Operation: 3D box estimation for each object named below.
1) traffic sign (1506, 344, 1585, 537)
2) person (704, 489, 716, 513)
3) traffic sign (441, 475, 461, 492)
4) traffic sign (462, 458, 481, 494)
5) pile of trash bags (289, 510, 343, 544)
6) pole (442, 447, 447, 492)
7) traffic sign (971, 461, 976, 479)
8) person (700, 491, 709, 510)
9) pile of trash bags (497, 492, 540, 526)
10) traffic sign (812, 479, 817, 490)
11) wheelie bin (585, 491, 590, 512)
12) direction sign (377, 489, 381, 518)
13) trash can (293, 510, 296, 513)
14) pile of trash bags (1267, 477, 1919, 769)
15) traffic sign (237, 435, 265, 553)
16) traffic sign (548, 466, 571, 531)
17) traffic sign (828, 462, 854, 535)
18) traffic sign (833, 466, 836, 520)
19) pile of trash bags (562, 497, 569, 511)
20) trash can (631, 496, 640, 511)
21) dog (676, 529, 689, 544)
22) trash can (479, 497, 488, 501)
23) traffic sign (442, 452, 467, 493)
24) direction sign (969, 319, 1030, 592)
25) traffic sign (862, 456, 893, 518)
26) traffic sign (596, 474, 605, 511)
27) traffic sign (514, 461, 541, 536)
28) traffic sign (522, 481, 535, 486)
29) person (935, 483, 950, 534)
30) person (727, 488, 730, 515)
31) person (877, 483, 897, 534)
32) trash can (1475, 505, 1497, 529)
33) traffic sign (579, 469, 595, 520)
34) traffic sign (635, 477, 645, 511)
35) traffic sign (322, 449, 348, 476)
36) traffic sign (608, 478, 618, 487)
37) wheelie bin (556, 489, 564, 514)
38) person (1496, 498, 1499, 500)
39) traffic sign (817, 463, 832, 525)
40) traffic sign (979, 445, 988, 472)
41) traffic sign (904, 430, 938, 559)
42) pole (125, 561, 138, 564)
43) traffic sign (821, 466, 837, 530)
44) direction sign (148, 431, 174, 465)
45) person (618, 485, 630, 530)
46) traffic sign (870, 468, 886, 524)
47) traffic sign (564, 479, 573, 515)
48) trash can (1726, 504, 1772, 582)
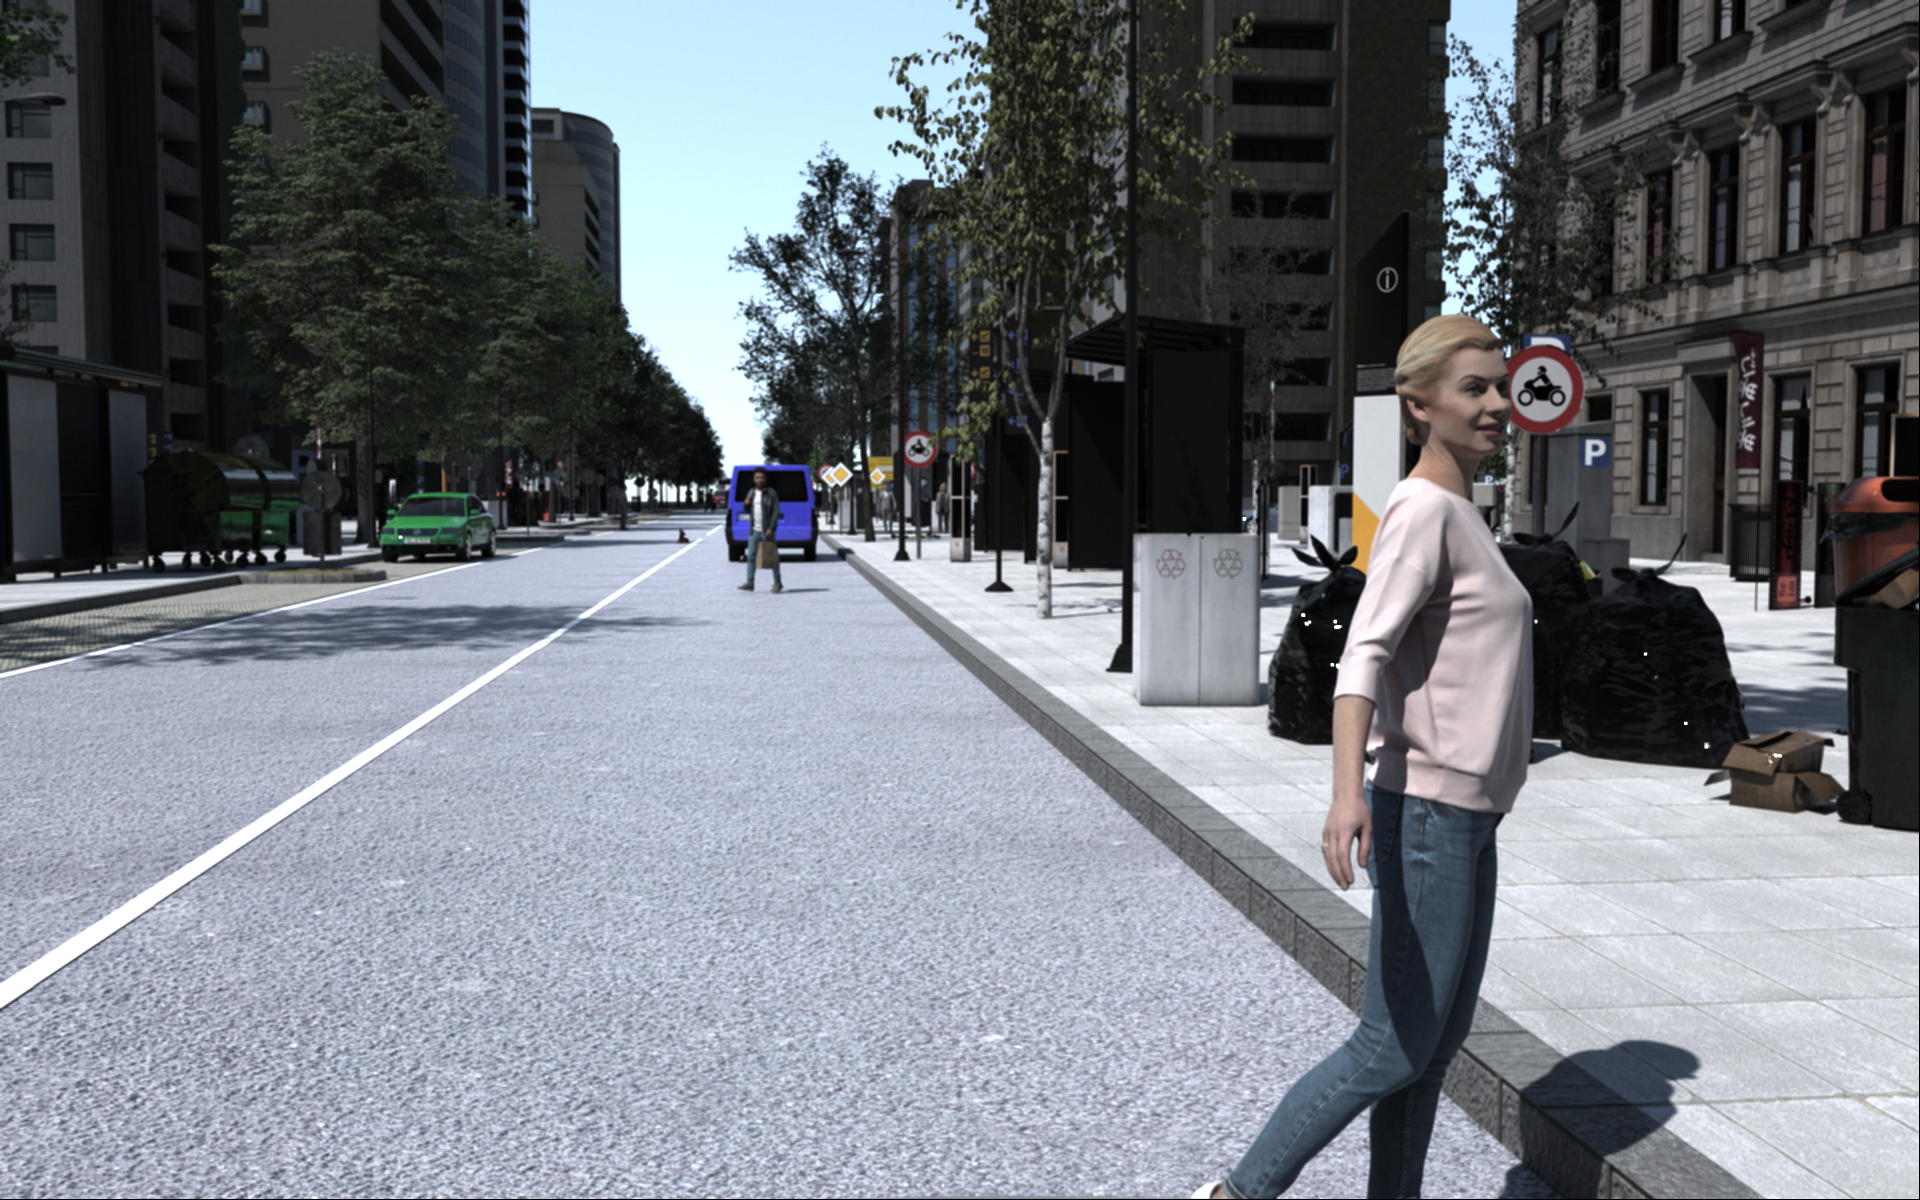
[{"bbox_3d":[4.941,-0.900,14.827,0.768,2.556,0.104,0,4,-6],"label":"traffic sign"},{"bbox_3d":[-19.141,-7.595,132.643,0.822,1.834,0.622,1,4,12],"label":"person"},{"bbox_3d":[-22.551,-4.693,76.727,0.884,2.594,0.081,0,4,1],"label":"traffic sign"},{"bbox_3d":[-17.313,-3.738,61.215,0.768,2.556,0.104,0,4,0],"label":"traffic sign"},{"bbox_3d":[-17.806,-2.164,45.129,3.447,1.369,1.912,0,4,-3],"label":"pile of trash bags"},{"bbox_3d":[-21.972,-4.893,73.848,0.158,3.312,0.155,0,3,0],"label":"pole"},{"bbox_3d":[0.223,-3.850,63.046,0.768,2.556,0.104,0,4,2],"label":"traffic sign"},{"bbox_3d":[-22.959,-9.053,157.227,1.217,1.735,0.721,0,4,6],"label":"person"},{"bbox_3d":[-18.307,-3.696,70.177,1.912,1.369,3.447,-2,4,-27],"label":"pile of trash bags"},{"bbox_3d":[-9.649,-6.908,114.129,0.795,2.450,0.064,0,4,3],"label":"traffic sign"},{"bbox_3d":[-26.060,-6.990,122.197,0.693,1.594,0.980,0,4,1],"label":"wheelie bin"},{"bbox_3d":[-31.087,-6.165,92.789,0.379,3.537,0.876,-2,4,-30],"label":"direction sign"},{"bbox_3d":[-19.163,-2.297,49.208,0.748,1.137,0.748,0,3,0],"label":"trash can"},{"bbox_3d":[3.394,0.053,8.894,3.447,1.369,1.912,0,4,-4],"label":"pile of trash bags"},{"bbox_3d":[-15.366,-2.292,37.576,0.768,2.556,0.104,0,4,-4],"label":"traffic sign"},{"bbox_3d":[-14.068,-3.497,60.824,0.795,2.450,0.064,0,4,-6],"label":"traffic sign"},{"bbox_3d":[-3.708,-3.074,53.903,0.795,2.450,0.064,0,4,-6],"label":"traffic sign"},{"bbox_3d":[-5.684,-4.732,77.476,0.768,2.556,0.104,0,4,1],"label":"traffic sign"},{"bbox_3d":[-30.321,-7.352,129.951,1.912,1.369,3.447,-1,4,-11],"label":"pile of trash bags"},{"bbox_3d":[-24.367,-7.252,130.228,0.748,1.137,0.748,0,3,0],"label":"trash can"},{"bbox_3d":[-8.121,-1.845,50.366,0.550,0.427,0.748,1,4,13],"label":"dog"},{"bbox_3d":[-21.388,-4.105,78.771,0.748,1.137,0.748,0,3,0],"label":"trash can"},{"bbox_3d":[-15.324,-3.206,52.530,0.768,2.556,0.104,0,4,1],"label":"traffic sign"},{"bbox_3d":[0.513,-1.880,22.740,0.876,3.537,0.379,2,4,27],"label":"direction sign"},{"bbox_3d":[-4.178,-6.091,93.454,2.265,3.308,0.079,0,4,2],"label":"traffic sign"},{"bbox_3d":[-22.793,-6.683,109.372,0.768,2.556,0.104,0,4,-4],"label":"traffic sign"},{"bbox_3d":[-13.197,-3.012,52.886,0.795,2.450,0.064,0,4,-6],"label":"traffic sign"},{"bbox_3d":[-21.604,-5.176,86.762,0.606,2.300,0.079,0,4,-4],"label":"traffic sign"},{"bbox_3d":[-0.464,-2.975,57.324,0.709,1.800,0.728,1,4,9],"label":"person"},{"bbox_3d":[-15.201,-6.486,114.739,0.583,1.804,0.606,-2,4,-35],"label":"person"},{"bbox_3d":[-2.512,-3.124,59.698,0.709,1.813,0.853,0,4,-3],"label":"person"},{"bbox_3d":[6.256,-0.600,21.465,0.748,1.137,0.748,0,3,0],"label":"trash can"},{"bbox_3d":[-18.629,-5.287,86.542,0.768,2.556,0.104,0,4,-5],"label":"traffic sign"},{"bbox_3d":[-23.872,-7.903,129.314,0.768,2.556,0.104,0,4,-3],"label":"traffic sign"},{"bbox_3d":[-14.308,-2.296,39.670,0.606,2.300,0.079,0,4,2],"label":"traffic sign"},{"bbox_3d":[-27.064,-8.257,135.104,0.768,2.556,0.104,0,4,1],"label":"traffic sign"},{"bbox_3d":[-26.011,-6.349,111.713,0.980,1.594,0.693,3,4,39],"label":"wheelie bin"},{"bbox_3d":[19.037,-3.277,62.248,0.590,1.801,0.661,1,4,15],"label":"person"},{"bbox_3d":[-5.552,-4.411,72.220,0.768,2.556,0.104,0,4,3],"label":"traffic sign"},{"bbox_3d":[0.838,-2.571,42.141,0.768,2.556,0.104,0,3,0],"label":"traffic sign"},{"bbox_3d":[-0.816,-2.094,34.336,0.768,2.556,0.104,0,4,-5],"label":"traffic sign"},{"bbox_3d":[-15.140,-2.307,31.564,0.158,3.312,0.155,0,3,0],"label":"pole"},{"bbox_3d":[-4.578,-3.560,61.840,0.795,2.450,0.064,0,4,-6],"label":"traffic sign"},{"bbox_3d":[-28.714,-4.297,62.254,0.876,3.537,0.379,-1,4,-17],"label":"direction sign"},{"bbox_3d":[-13.387,-3.688,68.901,0.391,1.810,0.635,-1,4,-19],"label":"person"},{"bbox_3d":[-3.615,-4.539,75.404,0.795,2.450,0.064,0,4,-3],"label":"traffic sign"},{"bbox_3d":[-24.515,-6.587,107.697,0.884,2.594,0.081,0,4,-2],"label":"traffic sign"},{"bbox_3d":[11.618,-0.839,25.367,0.748,1.137,0.748,0,3,0],"label":"trash can"}]
